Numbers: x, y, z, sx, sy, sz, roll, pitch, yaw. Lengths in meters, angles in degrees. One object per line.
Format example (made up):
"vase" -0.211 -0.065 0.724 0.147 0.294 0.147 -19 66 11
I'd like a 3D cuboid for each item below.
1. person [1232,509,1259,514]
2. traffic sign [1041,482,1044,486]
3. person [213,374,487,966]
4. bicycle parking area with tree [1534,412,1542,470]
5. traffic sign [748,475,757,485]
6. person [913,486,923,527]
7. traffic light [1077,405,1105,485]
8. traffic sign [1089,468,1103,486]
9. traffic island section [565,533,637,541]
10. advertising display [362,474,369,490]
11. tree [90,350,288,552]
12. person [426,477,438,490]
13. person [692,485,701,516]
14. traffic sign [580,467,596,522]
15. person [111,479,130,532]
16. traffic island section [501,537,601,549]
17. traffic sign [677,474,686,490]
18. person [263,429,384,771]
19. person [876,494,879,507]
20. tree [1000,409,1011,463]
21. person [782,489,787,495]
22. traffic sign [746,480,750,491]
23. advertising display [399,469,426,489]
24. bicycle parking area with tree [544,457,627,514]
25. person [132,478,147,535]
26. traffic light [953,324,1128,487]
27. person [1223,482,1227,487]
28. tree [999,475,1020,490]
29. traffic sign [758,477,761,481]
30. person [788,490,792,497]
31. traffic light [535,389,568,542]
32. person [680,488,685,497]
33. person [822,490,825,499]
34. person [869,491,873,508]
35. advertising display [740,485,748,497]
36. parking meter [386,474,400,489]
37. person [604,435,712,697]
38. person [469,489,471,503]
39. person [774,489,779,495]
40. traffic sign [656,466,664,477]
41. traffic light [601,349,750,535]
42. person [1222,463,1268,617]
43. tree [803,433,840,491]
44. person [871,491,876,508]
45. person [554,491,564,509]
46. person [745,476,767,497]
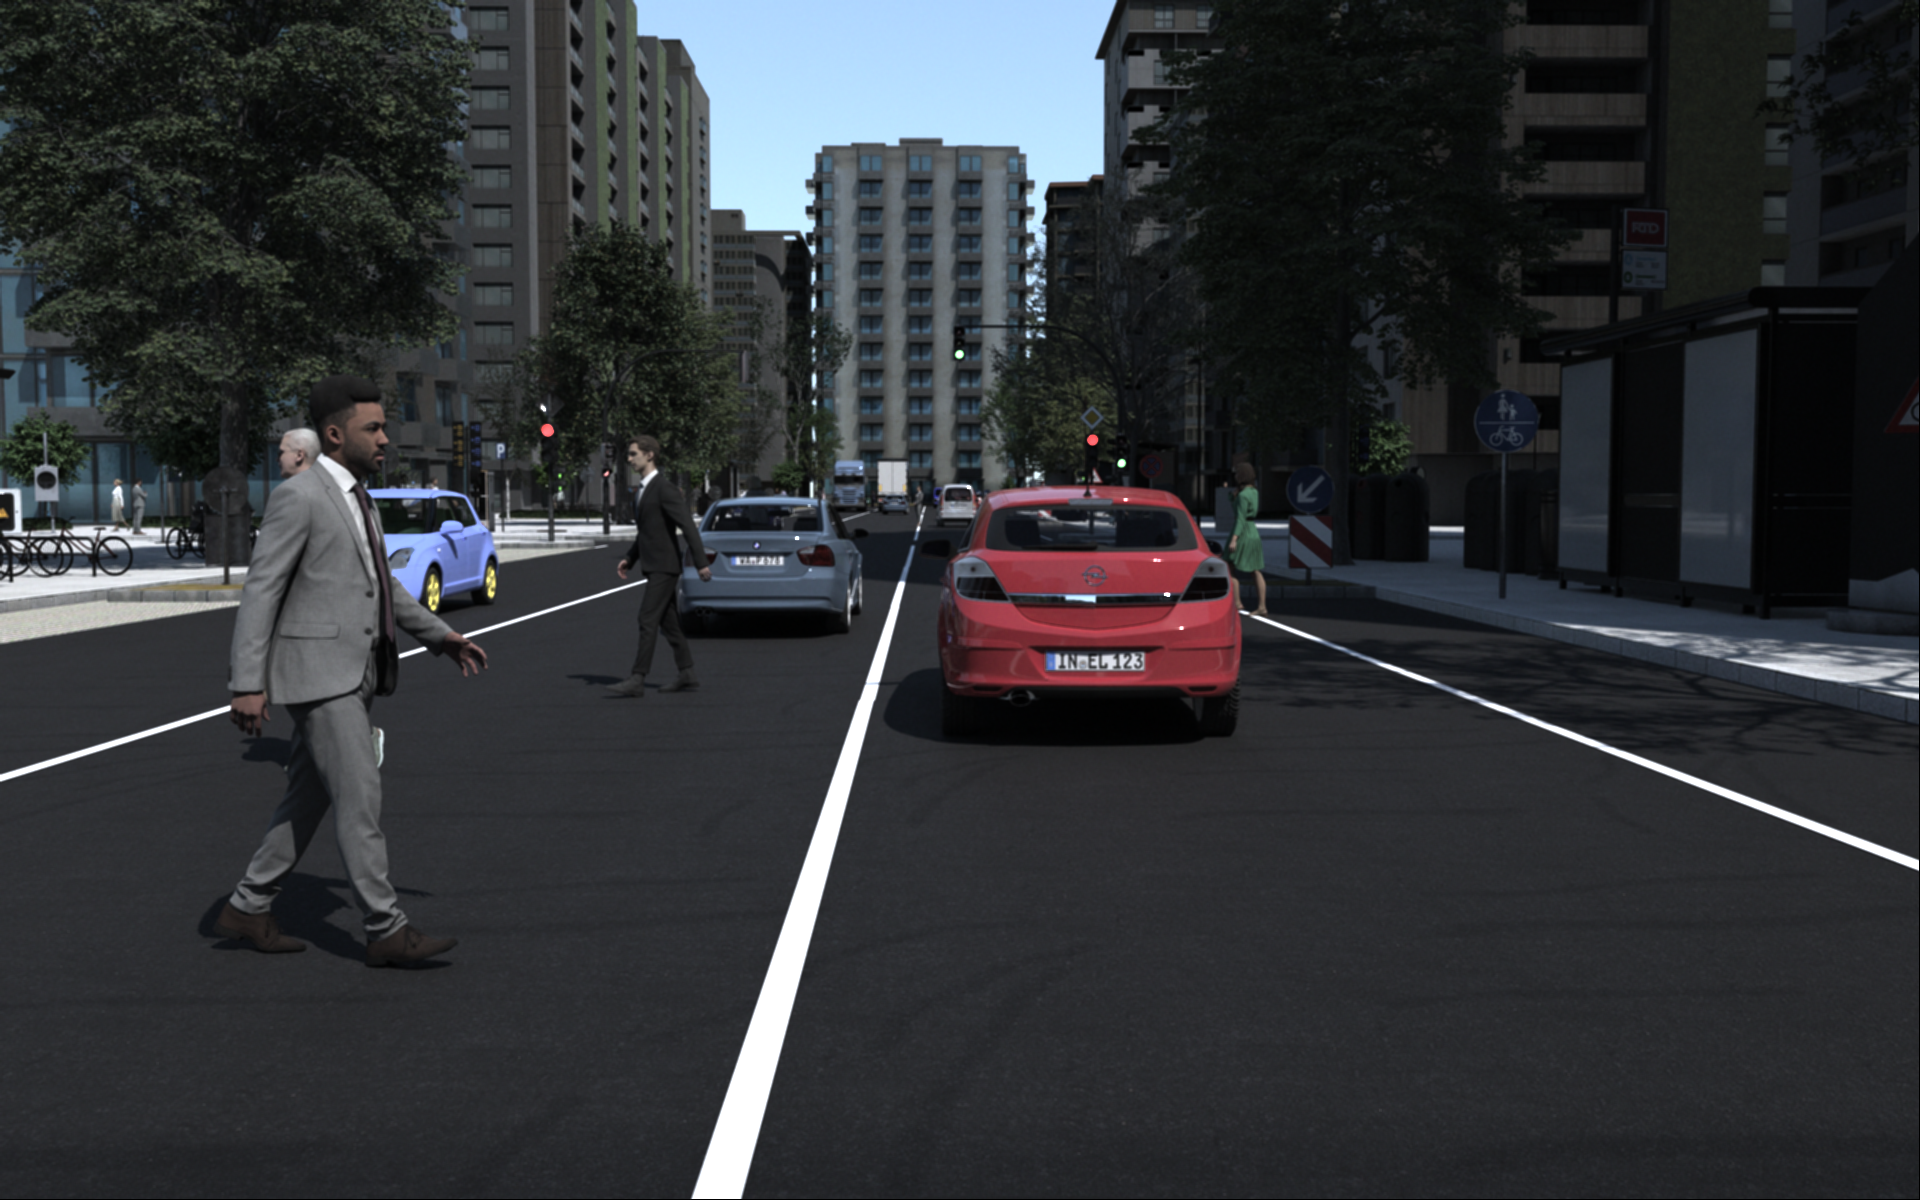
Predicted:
"person" 7.700 -2.472 47.130 0.731 1.740 0.598 -2 4 -33
"traffic sign" 6.107 -7.411 121.172 0.884 2.594 0.081 0 4 1
"person" -1.925 0.212 5.314 0.850 1.792 0.678 0 4 6
"bicycle parking area with tree" 22.622 -4.465 60.008 8.231 4.147 9.016 1 4 23
"traffic sign" -14.005 -7.172 117.362 0.768 2.556 0.104 0 4 6
"person" -1.867 -4.065 75.240 0.520 1.790 0.573 3 5 41
"traffic light" 4.143 -4.026 54.745 0.839 4.253 0.868 0 4 -1
"traffic sign" 6.493 -5.140 84.048 0.884 2.594 0.081 0 4 4
"traffic island section" -11.155 -1.976 54.587 2.009 0.180 2.903 0 4 -1
"advertising display" -15.796 -2.431 44.959 0.123 1.923 0.974 3 5 39
"tree" -16.992 -3.396 39.246 4.285 4.588 4.351 0 3 0
"person" -16.768 -2.981 54.878 0.850 1.850 0.679 2 4 25
"person" -15.779 -5.964 103.364 0.655 1.846 0.447 -1 4 -22
"traffic sign" -17.091 -4.852 79.438 0.768 2.556 0.104 0 4 7
"person" -28.799 -3.248 59.378 0.641 1.798 0.478 -1 4 -23
"traffic island section" -11.010 -1.488 46.603 2.009 0.180 2.903 0 4 -1
"traffic sign" -13.984 -5.158 86.463 0.606 2.300 0.079 0 4 3
"person" -3.347 0.000 8.985 0.515 1.767 0.782 -3 4 -37
"person" -9.317 -11.439 196.044 1.217 1.766 0.721 -1 4 -15
"tree" 5.313 -11.477 138.003 4.737 8.622 4.395 0 3 0
"person" -17.014 -9.875 167.363 0.709 1.838 0.599 -2 4 -26
"traffic sign" -15.394 -7.632 126.912 0.606 2.300 0.079 0 4 1
"advertising display" -14.430 -2.476 45.692 0.974 1.923 0.123 3 4 37
"bicycle parking area with tree" -21.267 -7.294 106.266 9.016 4.147 8.231 1 4 17
"person" -25.914 -2.970 54.785 0.511 1.800 0.466 2 4 31
"traffic light" 2.199 -4.398 46.582 4.771 5.953 1.251 0 4 -1
"person" 11.692 -4.326 76.873 0.679 1.850 0.850 1 4 12
"tree" 5.038 -10.986 174.214 1.663 3.219 1.824 0 3 0
"traffic sign" -14.682 -7.619 124.676 0.768 2.556 0.104 0 4 4
"person" -17.254 -10.341 175.202 0.705 1.814 1.350 1 4 17
"traffic light" -10.970 -3.520 46.469 0.839 4.253 0.868 0 4 -1
"person" -22.425 -8.114 139.263 0.990 1.755 0.434 -1 4 -21
"person" -15.800 -11.796 199.573 0.551 1.740 0.621 1 4 15
"person" -9.322 -10.708 183.713 0.705 1.807 1.348 1 4 22
"advertising display" -16.153 -7.522 128.202 0.974 1.923 0.123 -2 4 -24
"parking meter" -15.452 -2.539 47.227 0.399 1.863 0.255 -2 4 -23
"person" -2.212 -0.249 12.351 0.755 1.850 0.659 -2 4 -28
"person" -16.829 -3.284 59.920 0.473 1.802 0.592 3 4 39
"person" -15.700 -8.643 147.869 0.721 1.766 1.217 -3 5 -41
"traffic sign" -13.448 -4.759 77.915 0.768 2.556 0.104 0 4 7
"traffic light" -9.025 -4.884 54.526 4.771 5.953 1.251 0 4 -1
"person" 3.331 -0.701 20.201 0.529 1.795 0.600 1 4 17
"tree" -16.094 -15.353 201.387 4.737 8.622 4.395 0 3 0
"person" -9.040 -10.554 181.505 0.683 1.767 0.568 2 4 26
"person" -25.695 -6.372 110.715 0.782 1.767 0.515 -2 4 -25
"person" -4.339 -1.687 36.257 0.709 1.800 0.728 -1 4 -13
